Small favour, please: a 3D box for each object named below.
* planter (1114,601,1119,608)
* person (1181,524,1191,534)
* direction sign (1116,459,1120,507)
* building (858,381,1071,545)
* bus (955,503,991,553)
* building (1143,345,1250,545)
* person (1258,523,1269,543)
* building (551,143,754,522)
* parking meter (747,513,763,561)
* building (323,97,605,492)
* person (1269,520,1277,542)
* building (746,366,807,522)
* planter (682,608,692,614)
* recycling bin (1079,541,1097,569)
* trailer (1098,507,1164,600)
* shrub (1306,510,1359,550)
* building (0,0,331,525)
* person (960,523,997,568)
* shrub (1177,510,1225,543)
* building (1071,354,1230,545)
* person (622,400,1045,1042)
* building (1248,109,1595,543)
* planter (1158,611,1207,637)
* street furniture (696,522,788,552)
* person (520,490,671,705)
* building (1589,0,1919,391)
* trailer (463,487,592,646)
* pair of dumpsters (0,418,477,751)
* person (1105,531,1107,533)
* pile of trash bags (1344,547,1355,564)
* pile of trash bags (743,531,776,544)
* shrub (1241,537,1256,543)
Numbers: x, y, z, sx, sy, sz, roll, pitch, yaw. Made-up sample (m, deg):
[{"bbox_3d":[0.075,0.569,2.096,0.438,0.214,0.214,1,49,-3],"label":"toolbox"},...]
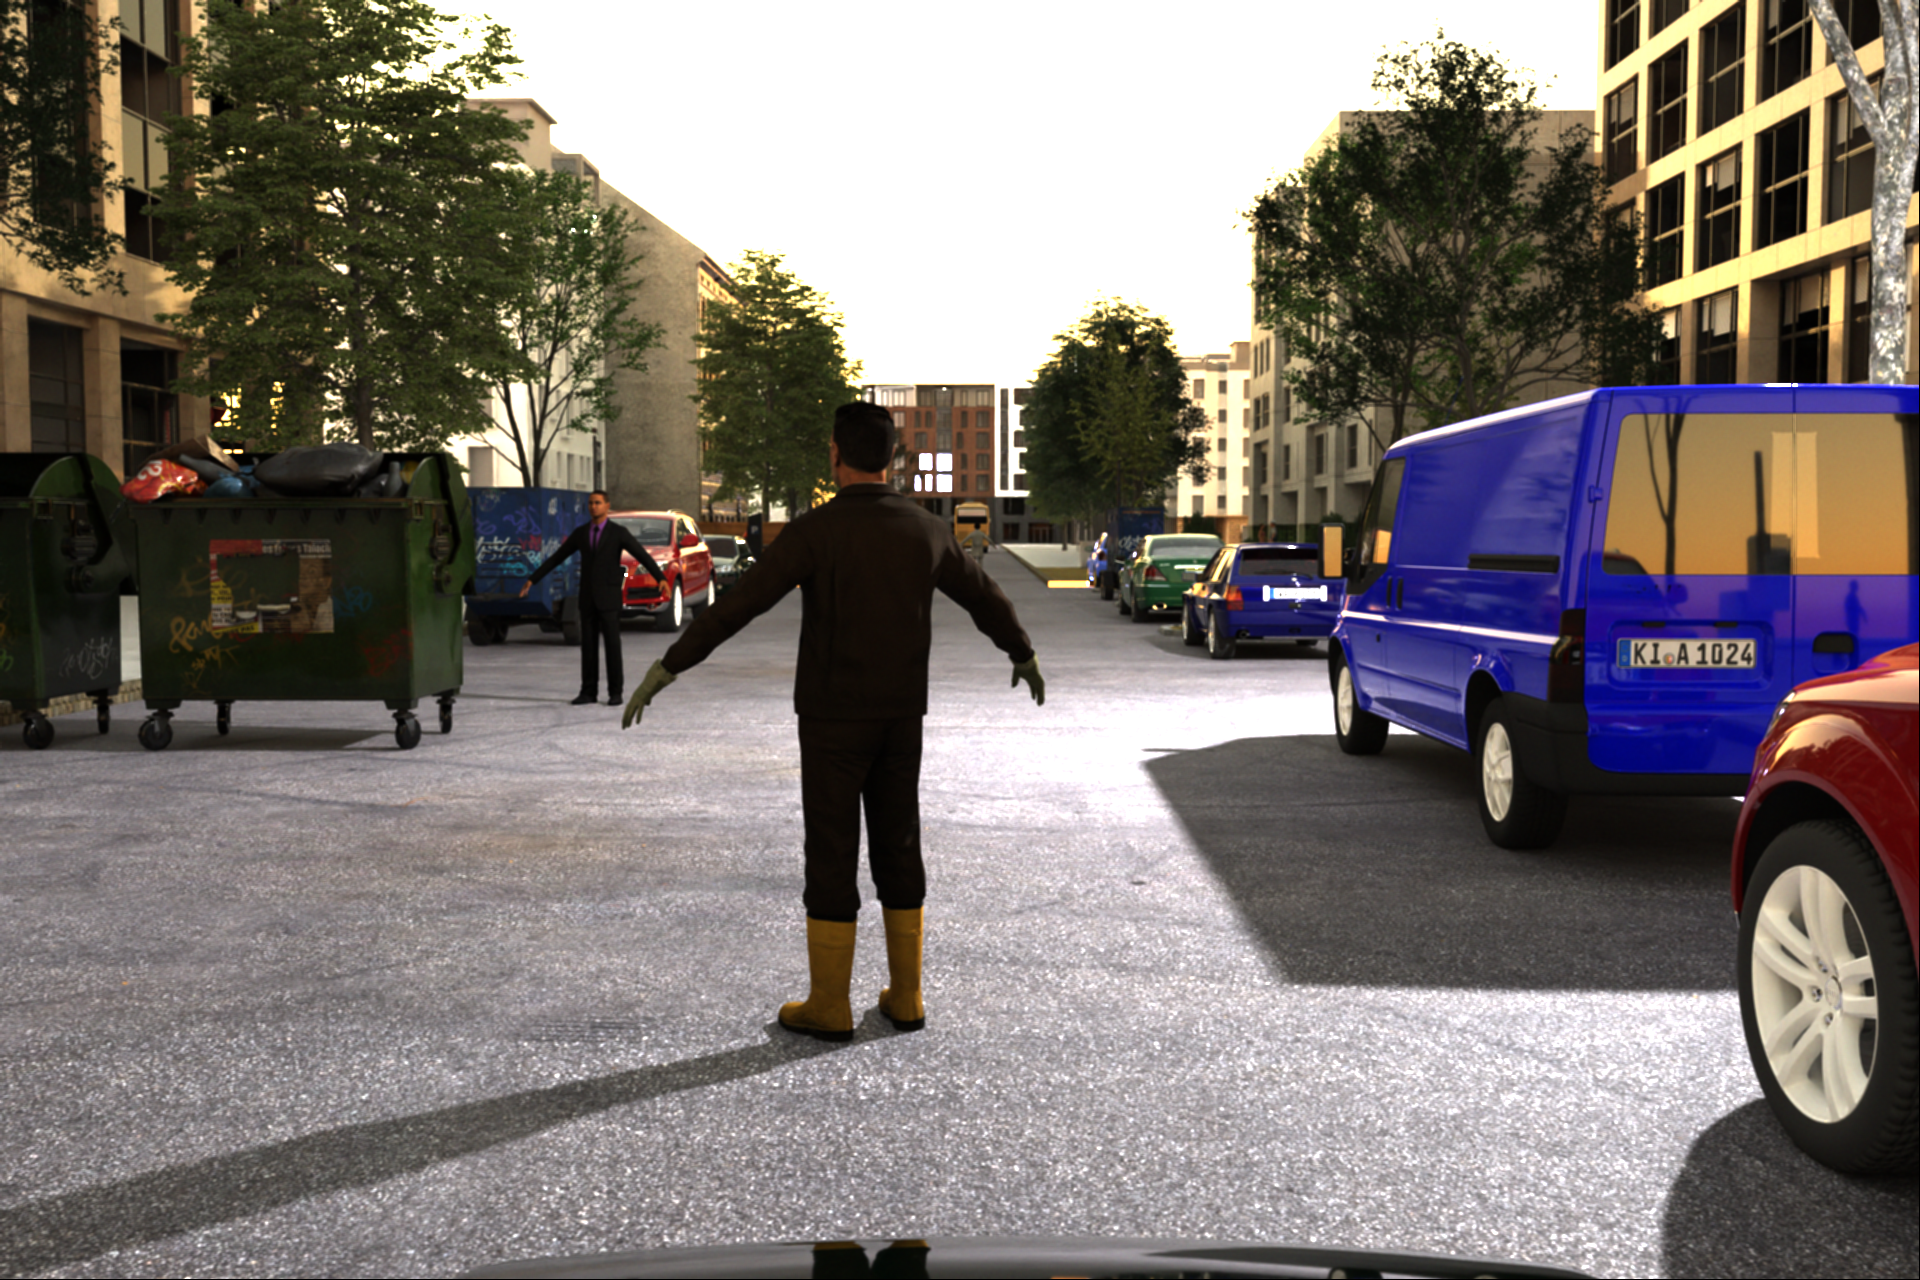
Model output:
[{"bbox_3d":[4.066,-0.800,34.226,1.991,0.319,1.994,0,4,2],"label":"planter"},{"bbox_3d":[10.869,-4.658,82.291,1.348,1.813,0.705,-2,4,-23],"label":"person"},{"bbox_3d":[4.843,-3.731,52.996,0.379,3.537,0.876,0,4,0],"label":"direction sign"},{"bbox_3d":[2.672,-24.305,243.821,32.646,21.610,27.936,0,4,1],"label":"building"},{"bbox_3d":[0.972,-8.753,134.656,2.896,3.916,12.252,0,4,1],"label":"bus"},{"bbox_3d":[24.185,-19.881,181.468,16.016,20.090,11.380,0,4,0],"label":"building"},{"bbox_3d":[12.870,-4.070,73.344,0.721,1.733,1.217,2,4,26],"label":"person"},{"bbox_3d":[-23.126,-16.608,102.476,19.493,23.208,18.063,0,4,1],"label":"building"},{"bbox_3d":[-5.588,-2.535,47.159,0.399,1.863,0.255,0,4,1],"label":"parking meter"},{"bbox_3d":[-23.573,-13.464,76.562,16.016,20.090,11.380,0,4,2],"label":"building"},{"bbox_3d":[12.422,-3.853,68.846,0.705,1.847,1.347,1,4,12],"label":"person"},{"bbox_3d":[-25.574,-21.035,174.857,19.493,23.208,18.063,0,4,2],"label":"building"},{"bbox_3d":[-5.681,-0.669,32.071,1.991,0.319,1.994,0,4,2],"label":"planter"},{"bbox_3d":[4.840,-3.188,64.679,0.722,1.027,0.722,0,3,0],"label":"recycling bin"},{"bbox_3d":[3.809,-1.923,38.491,1.471,1.999,3.904,0,4,0],"label":"trailer"},{"bbox_3d":[11.509,-2.993,53.361,1.690,2.028,1.600,0,3,0],"label":"shrub"},{"bbox_3d":[-31.644,-16.631,38.140,22.709,31.103,35.509,0,4,0],"label":"building"},{"bbox_3d":[0.566,-2.984,57.439,1.347,1.806,0.705,0,4,-7],"label":"person"},{"bbox_3d":[7.259,-2.952,52.689,1.690,2.028,1.600,0,3,0],"label":"shrub"},{"bbox_3d":[27.482,-22.547,212.618,27.936,21.610,32.646,0,4,1],"label":"building"},{"bbox_3d":[-0.295,0.220,4.999,1.346,1.812,0.704,-2,4,-29],"label":"person"},{"bbox_3d":[24.309,-13.119,80.947,16.747,18.905,31.486,0,4,1],"label":"building"},{"bbox_3d":[3.888,-0.231,24.910,1.991,0.319,1.994,0,4,0],"label":"planter"},{"bbox_3d":[-8.659,-3.494,63.985,11.010,1.723,9.812,1,4,20],"label":"street furniture"},{"bbox_3d":[-3.041,-0.361,14.578,1.346,1.802,0.704,1,4,12],"label":"person"},{"bbox_3d":[29.865,-14.416,38.898,19.351,26.588,34.151,0,4,1],"label":"building"},{"bbox_3d":[-5.545,-0.901,21.785,1.471,1.999,3.904,0,4,1],"label":"trailer"},{"bbox_3d":[-5.705,-0.423,11.873,4.436,2.255,1.574,0,4,1],"label":"pair of dumpsters"},{"bbox_3d":[6.462,-4.035,75.239,0.599,1.433,0.991,3,4,36],"label":"person"},{"bbox_3d":[7.732,-1.303,31.057,1.912,1.369,3.447,0,4,1],"label":"pile of trash bags"},{"bbox_3d":[-5.844,-2.476,50.236,1.912,1.369,3.447,0,4,1],"label":"pile of trash bags"},{"bbox_3d":[10.430,-3.142,62.481,1.383,1.207,1.383,0,3,0],"label":"shrub"}]
